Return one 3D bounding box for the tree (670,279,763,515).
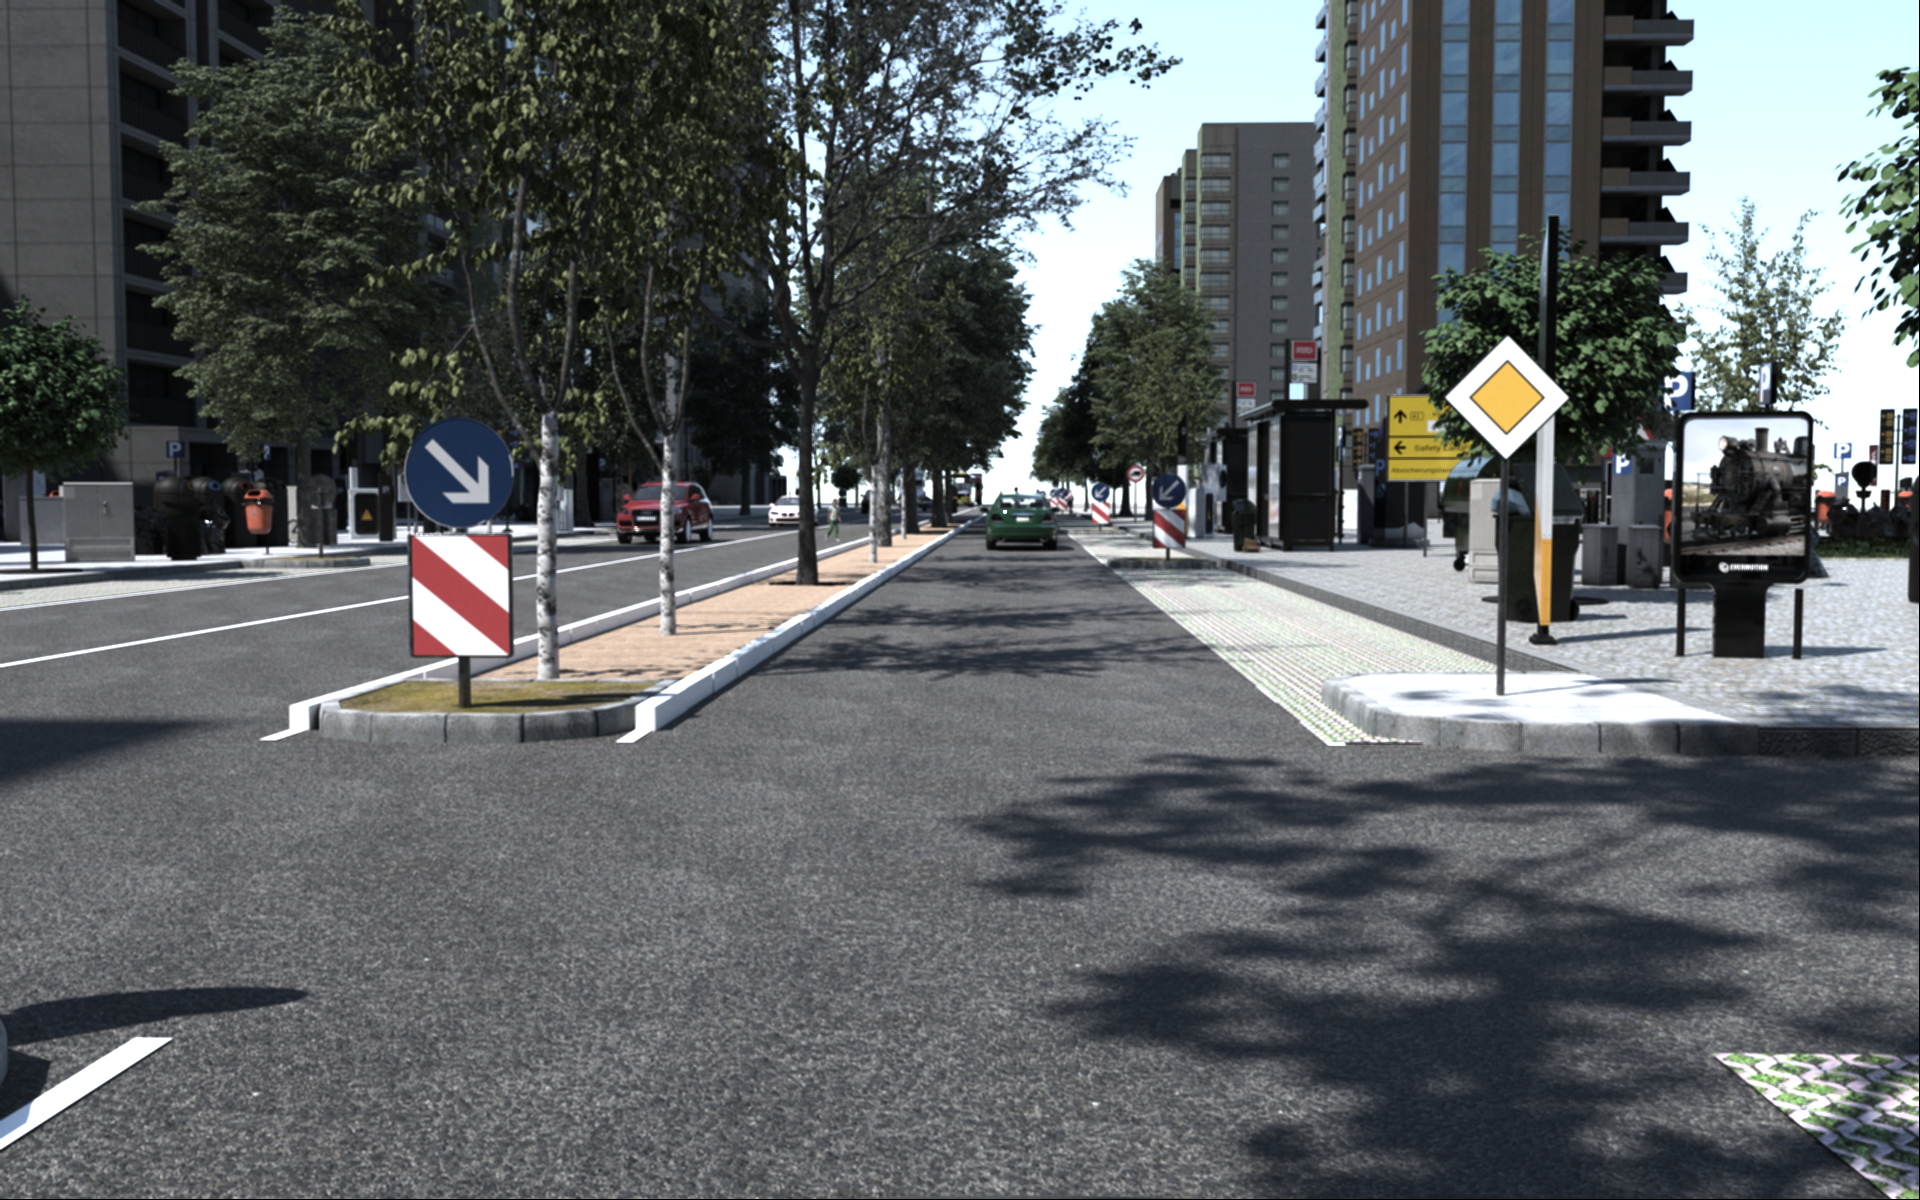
[{"bbox_3d":[-12.969,-12.077,104.109,9.857,13.997,8.962,0,3,0],"label":"tree"}]

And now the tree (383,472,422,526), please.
[{"bbox_3d":[-22.519,-4.671,70.979,1.663,3.219,1.824,0,3,0],"label":"tree"}]

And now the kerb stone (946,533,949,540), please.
[{"bbox_3d":[-0.490,-1.882,52.959,0.120,0.150,1.000,0,4,2],"label":"kerb stone"}]

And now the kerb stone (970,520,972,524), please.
[{"bbox_3d":[0.358,-3.447,78.563,0.120,0.150,1.000,0,4,2],"label":"kerb stone"}]

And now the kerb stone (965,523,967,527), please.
[{"bbox_3d":[0.110,-3.009,71.406,0.120,0.150,1.000,0,4,2],"label":"kerb stone"}]

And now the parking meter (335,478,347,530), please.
[{"bbox_3d":[-22.088,-3.433,61.833,0.399,1.863,0.255,-1,4,-17],"label":"parking meter"}]

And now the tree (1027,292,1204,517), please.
[{"bbox_3d":[9.569,-11.100,98.485,9.611,12.733,9.660,0,3,0],"label":"tree"}]

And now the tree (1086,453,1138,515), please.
[{"bbox_3d":[9.684,-7.632,108.502,4.285,4.588,4.351,0,3,0],"label":"tree"}]

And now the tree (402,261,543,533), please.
[{"bbox_3d":[-15.059,-6.359,54.340,4.360,8.622,3.978,0,3,0],"label":"tree"}]

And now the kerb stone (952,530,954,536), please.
[{"bbox_3d":[-0.356,-2.132,57.060,0.120,0.150,1.000,0,4,2],"label":"kerb stone"}]

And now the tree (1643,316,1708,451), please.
[{"bbox_3d":[28.788,-7.450,72.169,4.360,8.622,3.978,0,3,0],"label":"tree"}]

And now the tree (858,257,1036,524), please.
[{"bbox_3d":[-0.468,-9.858,81.758,7.486,12.596,7.792,0,3,0],"label":"tree"}]

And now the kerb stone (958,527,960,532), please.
[{"bbox_3d":[-0.159,-2.508,63.206,0.120,0.150,1.000,0,4,2],"label":"kerb stone"}]

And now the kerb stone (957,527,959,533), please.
[{"bbox_3d":[-0.185,-2.446,62.185,0.120,0.150,1.000,0,4,2],"label":"kerb stone"}]

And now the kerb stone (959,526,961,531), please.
[{"bbox_3d":[-0.126,-2.571,64.232,0.120,0.150,1.000,0,4,2],"label":"kerb stone"}]

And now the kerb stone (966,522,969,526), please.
[{"bbox_3d":[0.183,-3.135,73.448,0.120,0.150,1.000,0,4,2],"label":"kerb stone"}]

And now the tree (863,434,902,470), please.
[{"bbox_3d":[-9.227,-16.346,201.675,8.767,10.594,7.601,2,4,29],"label":"tree"}]

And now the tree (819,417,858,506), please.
[{"bbox_3d":[-11.129,-16.042,180.405,7.486,12.596,7.792,0,3,0],"label":"tree"}]

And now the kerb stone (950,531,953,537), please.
[{"bbox_3d":[-0.397,-2.069,56.030,0.120,0.150,1.000,0,4,2],"label":"kerb stone"}]

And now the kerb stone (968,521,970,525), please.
[{"bbox_3d":[0.247,-3.260,75.498,0.120,0.150,1.000,0,4,2],"label":"kerb stone"}]

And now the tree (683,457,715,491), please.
[{"bbox_3d":[-13.818,-5.923,91.445,1.663,3.219,1.824,0,3,0],"label":"tree"}]

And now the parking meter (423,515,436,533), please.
[{"bbox_3d":[-16.527,-2.784,53.923,0.372,1.533,0.369,0,3,0],"label":"parking meter"}]

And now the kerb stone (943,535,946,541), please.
[{"bbox_3d":[-0.561,-1.754,50.914,0.120,0.150,1.000,0,4,2],"label":"kerb stone"}]

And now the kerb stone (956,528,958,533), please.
[{"bbox_3d":[-0.225,-2.381,61.156,0.120,0.150,1.000,0,4,2],"label":"kerb stone"}]

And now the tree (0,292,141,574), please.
[{"bbox_3d":[-15.293,-2.735,28.438,4.285,4.588,4.351,0,3,0],"label":"tree"}]

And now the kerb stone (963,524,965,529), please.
[{"bbox_3d":[0.016,-2.822,68.341,0.120,0.150,1.000,0,4,2],"label":"kerb stone"}]

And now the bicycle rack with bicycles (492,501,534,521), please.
[{"bbox_3d":[-21.877,-4.378,84.955,2.925,0.926,2.852,0,4,-2],"label":"bicycle rack with bicycles"}]

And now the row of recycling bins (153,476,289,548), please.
[{"bbox_3d":[-17.625,-2.092,41.325,1.069,1.692,3.534,2,4,27],"label":"row of recycling bins"}]

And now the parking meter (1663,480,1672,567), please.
[{"bbox_3d":[12.476,-1.362,30.673,0.372,1.533,0.369,0,3,0],"label":"parking meter"}]

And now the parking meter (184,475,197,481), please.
[{"bbox_3d":[-23.729,-2.915,53.365,0.399,1.863,0.255,1,4,22],"label":"parking meter"}]

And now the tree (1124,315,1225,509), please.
[{"bbox_3d":[8.505,-7.386,71.123,4.737,8.622,4.395,0,3,0],"label":"tree"}]

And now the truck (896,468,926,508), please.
[{"bbox_3d":[-4.756,-11.817,182.973,2.967,4.110,18.799,0,4,1],"label":"truck"}]

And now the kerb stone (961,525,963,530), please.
[{"bbox_3d":[-0.050,-2.697,66.289,0.120,0.150,1.000,0,4,2],"label":"kerb stone"}]

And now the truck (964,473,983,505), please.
[{"bbox_3d":[1.811,-15.118,236.086,2.839,4.237,11.283,0,4,1],"label":"truck"}]

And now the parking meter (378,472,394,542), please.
[{"bbox_3d":[-15.462,-2.507,46.693,0.399,1.863,0.255,-1,4,-21],"label":"parking meter"}]

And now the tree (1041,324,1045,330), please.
[{"bbox_3d":[-0.882,-10.022,72.970,9.857,13.997,8.962,0,3,0],"label":"tree"}]

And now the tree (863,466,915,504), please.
[{"bbox_3d":[-9.061,-19.412,234.397,9.611,12.733,9.660,0,3,0],"label":"tree"}]

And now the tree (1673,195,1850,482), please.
[{"bbox_3d":[19.658,-5.622,42.289,4.737,8.622,4.395,0,3,0],"label":"tree"}]

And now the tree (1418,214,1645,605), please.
[{"bbox_3d":[6.919,-2.247,20.453,4.285,4.588,4.351,0,3,0],"label":"tree"}]

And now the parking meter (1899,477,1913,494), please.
[{"bbox_3d":[32.360,-3.278,59.301,0.399,1.863,0.255,-2,4,-27],"label":"parking meter"}]

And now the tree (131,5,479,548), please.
[{"bbox_3d":[-15.299,-7.498,40.719,7.486,12.596,7.792,0,3,0],"label":"tree"}]

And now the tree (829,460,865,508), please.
[{"bbox_3d":[-10.758,-11.034,164.125,4.285,4.588,4.351,0,3,0],"label":"tree"}]

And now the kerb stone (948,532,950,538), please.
[{"bbox_3d":[-0.458,-1.943,53.980,0.120,0.150,1.000,0,4,2],"label":"kerb stone"}]

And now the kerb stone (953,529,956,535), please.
[{"bbox_3d":[-0.298,-2.257,59.103,0.120,0.150,1.000,0,4,2],"label":"kerb stone"}]

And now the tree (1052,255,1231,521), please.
[{"bbox_3d":[9.407,-10.073,82.813,7.486,12.596,7.792,0,3,0],"label":"tree"}]

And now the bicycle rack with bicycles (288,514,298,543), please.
[{"bbox_3d":[-17.887,-1.969,45.576,2.852,0.926,2.925,1,4,8],"label":"bicycle rack with bicycles"}]

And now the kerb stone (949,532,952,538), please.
[{"bbox_3d":[-0.427,-2.007,55.009,0.120,0.150,1.000,0,4,2],"label":"kerb stone"}]

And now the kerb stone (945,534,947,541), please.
[{"bbox_3d":[-0.533,-1.815,51.938,0.120,0.150,1.000,0,4,2],"label":"kerb stone"}]

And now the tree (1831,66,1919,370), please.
[{"bbox_3d":[6.675,-1.584,9.607,4.285,4.588,4.351,0,3,0],"label":"tree"}]

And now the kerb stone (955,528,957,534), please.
[{"bbox_3d":[-0.255,-2.320,60.126,0.120,0.150,1.000,0,4,2],"label":"kerb stone"}]

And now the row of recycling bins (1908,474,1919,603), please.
[{"bbox_3d":[12.900,-0.777,19.825,3.534,1.692,1.069,1,4,21],"label":"row of recycling bins"}]

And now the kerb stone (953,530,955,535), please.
[{"bbox_3d":[-0.326,-2.194,58.082,0.120,0.150,1.000,0,4,2],"label":"kerb stone"}]

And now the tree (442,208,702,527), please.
[{"bbox_3d":[-14.701,-9.172,66.972,9.611,12.733,9.660,0,3,0],"label":"tree"}]
